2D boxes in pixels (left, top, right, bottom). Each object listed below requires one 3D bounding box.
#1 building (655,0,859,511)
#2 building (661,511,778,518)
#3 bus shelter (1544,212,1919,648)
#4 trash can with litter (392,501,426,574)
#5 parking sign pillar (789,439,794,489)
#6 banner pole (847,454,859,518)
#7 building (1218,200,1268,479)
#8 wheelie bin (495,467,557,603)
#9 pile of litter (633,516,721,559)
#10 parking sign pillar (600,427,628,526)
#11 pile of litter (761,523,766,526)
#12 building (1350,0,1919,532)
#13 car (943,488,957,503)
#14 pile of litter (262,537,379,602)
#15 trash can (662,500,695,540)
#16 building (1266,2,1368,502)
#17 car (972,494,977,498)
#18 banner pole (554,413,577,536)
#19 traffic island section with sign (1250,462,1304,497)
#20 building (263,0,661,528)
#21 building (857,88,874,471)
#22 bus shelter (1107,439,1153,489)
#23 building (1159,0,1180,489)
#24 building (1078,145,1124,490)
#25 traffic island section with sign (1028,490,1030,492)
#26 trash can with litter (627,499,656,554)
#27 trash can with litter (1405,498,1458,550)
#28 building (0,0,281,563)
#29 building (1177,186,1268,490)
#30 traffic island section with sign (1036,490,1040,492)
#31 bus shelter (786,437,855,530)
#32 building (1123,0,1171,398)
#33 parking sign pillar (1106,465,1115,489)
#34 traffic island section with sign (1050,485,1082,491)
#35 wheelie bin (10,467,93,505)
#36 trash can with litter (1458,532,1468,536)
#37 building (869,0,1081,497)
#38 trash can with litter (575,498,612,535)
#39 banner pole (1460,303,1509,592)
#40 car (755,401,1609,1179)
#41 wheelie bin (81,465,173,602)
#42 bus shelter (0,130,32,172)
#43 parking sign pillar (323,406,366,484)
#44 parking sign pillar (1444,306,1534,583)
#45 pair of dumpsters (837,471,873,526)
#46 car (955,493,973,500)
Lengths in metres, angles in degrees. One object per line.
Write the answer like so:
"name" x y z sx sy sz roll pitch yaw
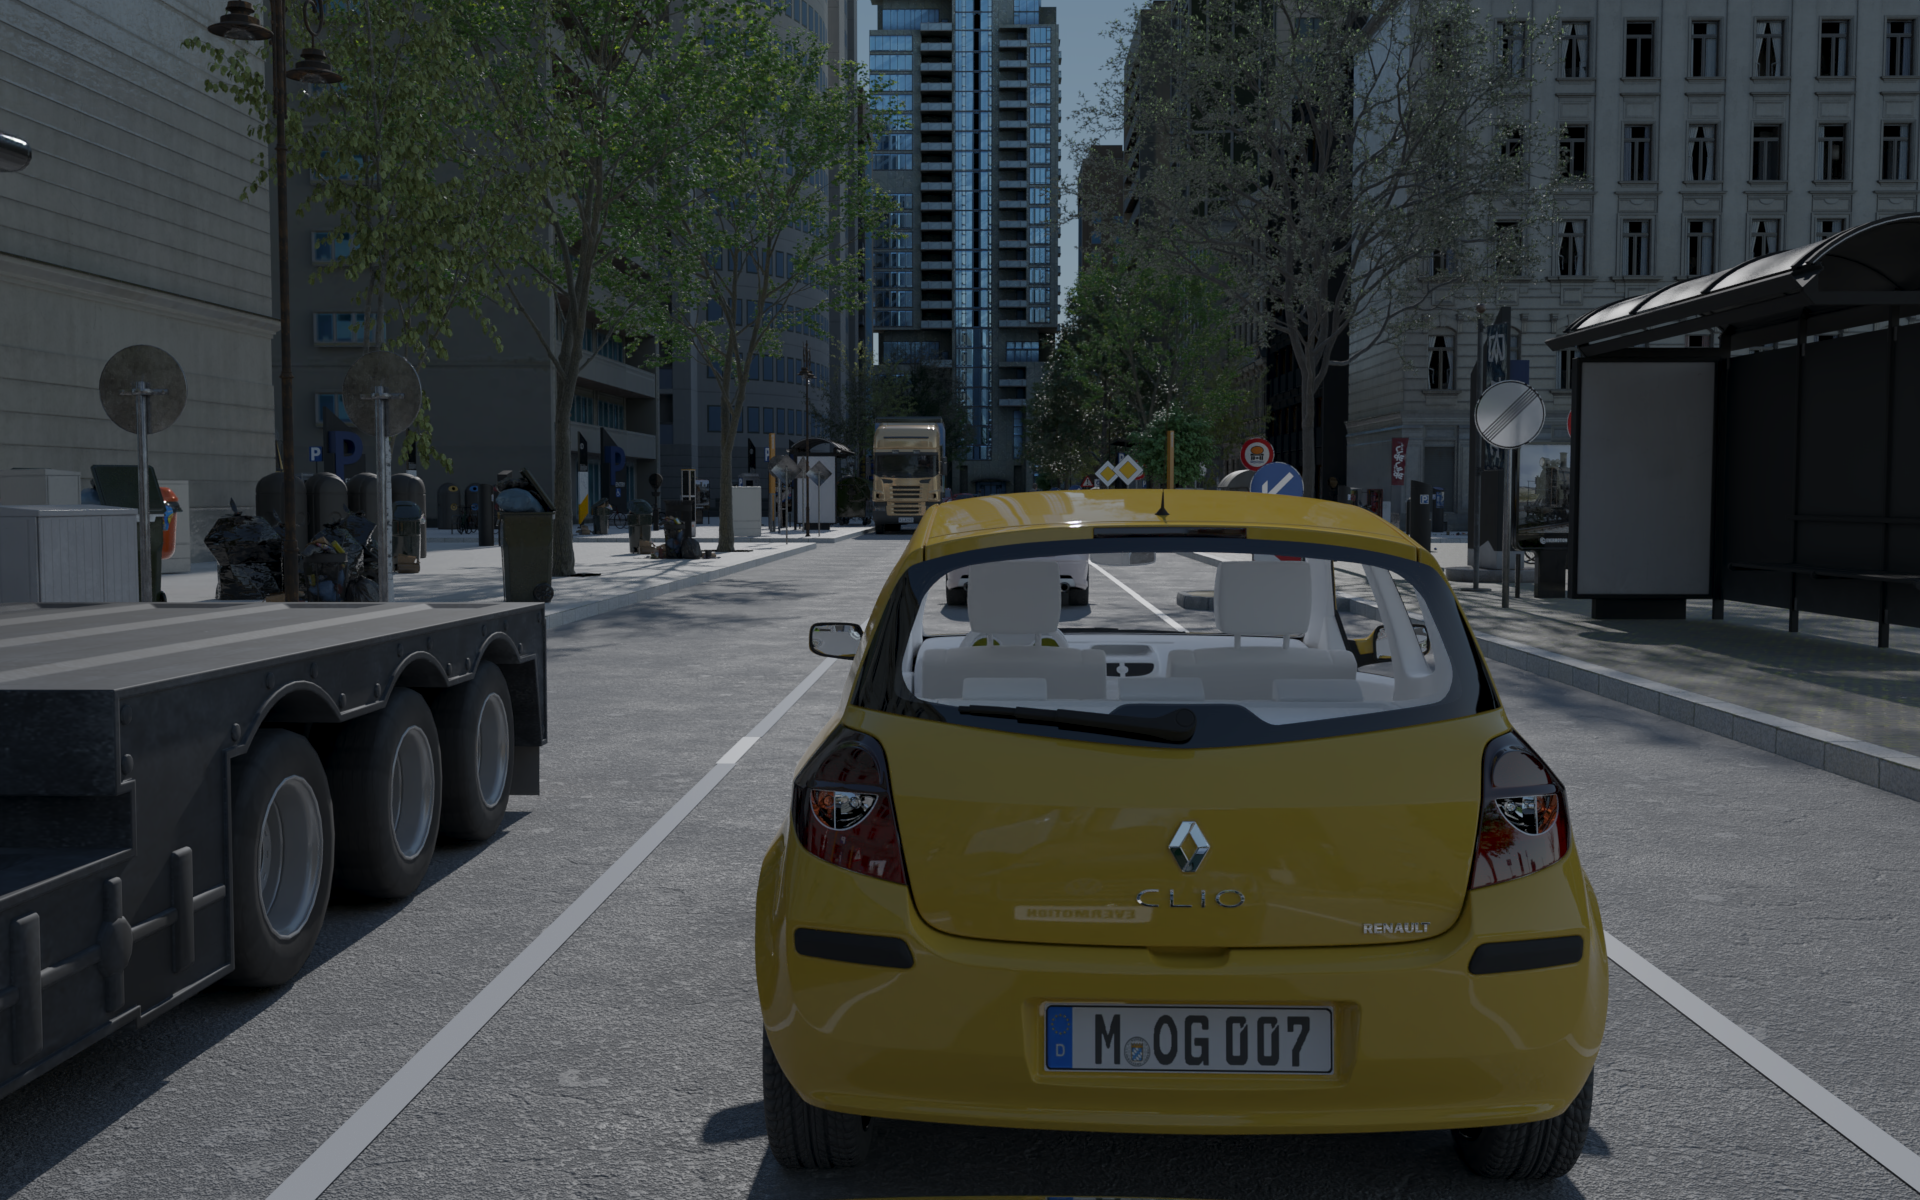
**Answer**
"building" -21.372 -38.154 165.809 21.231 58.520 28.212 0 4 1
"building" -18.829 -34.555 106.979 21.231 58.520 28.212 0 4 1
"bus shelter" 6.999 -1.302 15.207 2.014 3.302 5.546 0 4 1
"trash can with litter" -9.020 -1.040 28.396 0.624 1.170 1.055 -2 4 -24
"parking sign pillar" -7.718 -5.890 84.766 1.447 3.967 1.447 0 4 -4
"banner pole" -5.792 -6.391 94.516 0.863 3.779 0.401 -1 4 -12
"building" 20.753 -14.283 98.159 10.561 19.102 19.286 0 4 1
"wheelie bin" -5.155 -0.773 20.539 0.693 1.594 0.980 -1 4 -18
"pile of litter" -5.638 -1.255 34.489 1.719 0.858 1.176 2 4 26
"parking sign pillar" -14.083 -5.014 70.443 1.447 3.967 1.447 1 4 21
"pile of litter" -8.575 -3.444 70.272 1.176 0.858 1.719 -2 4 -32
"building" 24.008 -13.074 62.917 18.267 20.994 9.793 0 4 1
"car" -1.275 -5.836 104.094 2.281 1.827 5.304 0 4 2
"pile of litter" -6.589 -0.225 17.643 1.719 0.858 1.176 -2 4 -25
"trash can" -6.573 -1.763 40.480 0.748 1.137 0.748 0 3 0
"building" 21.671 -15.339 80.478 12.332 23.373 15.834 0 4 1
"car" 1.293 -10.518 183.978 2.014 1.417 4.499 0 4 1
"banner pole" -12.146 -3.864 53.195 0.401 3.779 0.863 2 4 33
"traffic island section with sign" 3.804 -0.822 22.064 1.989 1.847 2.006 0 4 1
"building" -25.787 -27.577 74.581 21.300 48.544 21.600 0 4 1
"building" -16.966 -32.860 187.378 14.200 45.320 14.600 0 4 1
"bus shelter" 7.613 -5.251 77.137 1.731 3.624 6.357 0 4 1
"building" 26.720 -43.265 145.636 20.563 71.187 20.611 0 4 1
"building" 22.655 -35.170 225.141 14.200 45.320 14.600 0 4 1
"traffic island section with sign" 7.246 -10.545 181.045 1.989 1.847 2.006 0 4 1
"trash can with litter" -6.772 -1.582 37.258 0.624 1.170 1.055 -2 4 -27
"trash can with litter" 10.189 -1.772 40.022 1.678 1.210 2.233 3 4 39
"building" -35.714 -15.358 27.521 44.131 29.872 17.030 0 4 1
"building" 20.223 -16.411 117.479 9.793 20.994 18.267 0 4 1
"traffic island section with sign" 5.566 -5.806 103.555 1.989 1.847 2.006 0 4 1
"bus shelter" -5.124 -4.304 64.289 2.014 3.302 5.546 0 4 1
"building" 27.215 -33.286 167.924 21.300 48.544 21.600 0 4 1
"parking sign pillar" 8.970 -6.960 102.269 1.447 3.967 1.447 1 4 11
"traffic island section with sign" 4.973 -4.158 76.607 1.989 1.847 2.006 0 4 1
"wheelie bin" -11.179 -0.797 20.945 0.693 1.594 0.980 1 4 15
"trash can with litter" 15.860 -2.617 53.843 2.233 1.210 1.678 1 4 14
"building" 0.148 -56.007 228.390 31.000 86.520 22.319 0 4 1
"trash can with litter" -11.536 -2.641 54.562 1.055 1.170 0.624 -2 4 -32
"banner pole" 6.901 -1.995 22.632 0.401 3.779 0.863 -1 4 -15
"car" 0.491 0.315 5.078 2.015 1.641 3.980 0 4 2
"wheelie bin" -9.038 -0.658 18.671 0.693 1.594 0.980 3 5 44
"bus shelter" -6.583 -1.721 5.766 2.179 5.291 8.768 0 4 1
"parking sign pillar" -19.099 -3.995 53.796 1.447 3.967 1.447 2 4 28
"parking sign pillar" 7.946 -2.272 25.617 1.447 3.967 1.447 0 4 -2
"pair of dumpsters" -4.353 -4.261 72.156 1.574 2.255 4.437 0 4 1
"car" 0.346 -8.035 140.405 2.155 1.783 4.494 0 4 0
